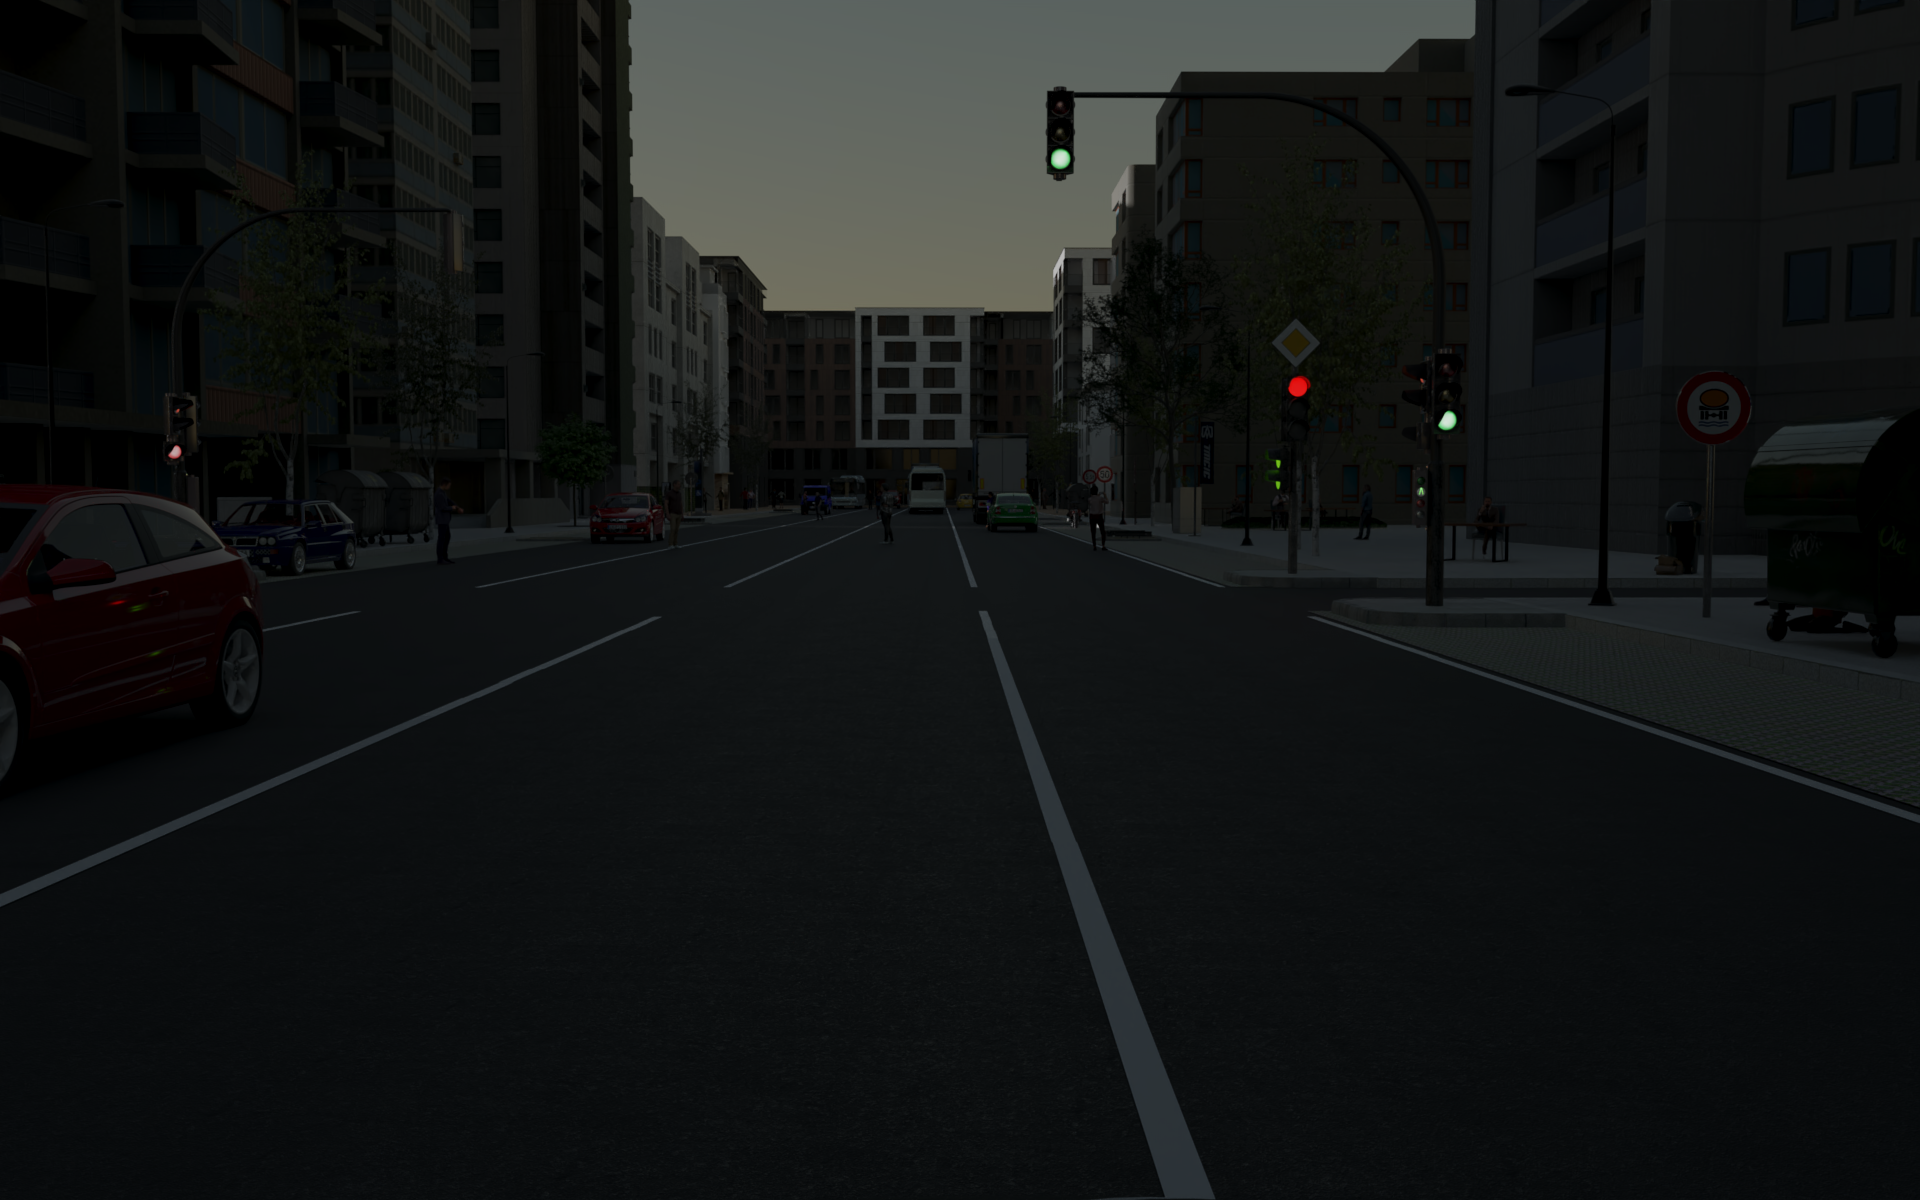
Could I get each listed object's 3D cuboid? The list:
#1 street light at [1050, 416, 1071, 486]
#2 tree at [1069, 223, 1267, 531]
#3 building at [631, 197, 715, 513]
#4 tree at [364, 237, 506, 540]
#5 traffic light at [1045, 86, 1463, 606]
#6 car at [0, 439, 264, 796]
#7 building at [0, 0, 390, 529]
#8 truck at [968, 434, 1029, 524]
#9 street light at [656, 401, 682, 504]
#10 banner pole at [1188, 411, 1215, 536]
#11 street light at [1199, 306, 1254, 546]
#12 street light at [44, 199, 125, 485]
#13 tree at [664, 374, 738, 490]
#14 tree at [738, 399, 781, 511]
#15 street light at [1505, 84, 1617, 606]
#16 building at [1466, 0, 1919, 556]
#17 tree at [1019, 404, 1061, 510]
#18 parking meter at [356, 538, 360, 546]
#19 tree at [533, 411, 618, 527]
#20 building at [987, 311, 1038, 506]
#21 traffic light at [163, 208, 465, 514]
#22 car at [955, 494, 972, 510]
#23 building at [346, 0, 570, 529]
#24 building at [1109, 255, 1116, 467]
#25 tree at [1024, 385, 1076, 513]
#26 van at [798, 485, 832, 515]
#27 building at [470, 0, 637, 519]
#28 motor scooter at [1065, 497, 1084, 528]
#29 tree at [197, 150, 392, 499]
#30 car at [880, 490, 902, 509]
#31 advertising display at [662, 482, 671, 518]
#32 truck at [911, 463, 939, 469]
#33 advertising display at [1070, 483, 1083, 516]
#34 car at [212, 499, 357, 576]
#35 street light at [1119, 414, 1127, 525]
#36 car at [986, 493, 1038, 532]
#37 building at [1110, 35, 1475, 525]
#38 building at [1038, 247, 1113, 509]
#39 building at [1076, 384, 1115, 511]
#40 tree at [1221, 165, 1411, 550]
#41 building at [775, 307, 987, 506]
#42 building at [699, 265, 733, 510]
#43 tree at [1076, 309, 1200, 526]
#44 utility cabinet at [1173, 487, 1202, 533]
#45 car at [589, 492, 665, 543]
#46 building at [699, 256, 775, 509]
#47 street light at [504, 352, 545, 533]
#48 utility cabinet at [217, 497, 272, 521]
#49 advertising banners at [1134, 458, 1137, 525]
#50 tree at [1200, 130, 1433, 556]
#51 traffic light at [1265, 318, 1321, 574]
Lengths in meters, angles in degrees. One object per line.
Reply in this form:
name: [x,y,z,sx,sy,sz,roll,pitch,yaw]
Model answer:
street light: [6.019,-7.976,102.946,1.470,5.913,1.316,0,4,-1]
tree: [7.192,-7.688,60.114,7.601,10.594,8.767,1,4,12]
building: [-27.386,-15.444,118.973,16.747,18.905,31.486,0,4,-1]
tree: [-14.925,-6.018,48.756,4.360,8.622,3.978,0,3,0]
traffic light: [3.332,-2.751,19.641,4.771,5.953,1.251,0,4,-1]
car: [-5.342,-0.013,9.259,2.155,1.783,4.494,0,4,1]
building: [-28.323,-23.822,44.117,22.147,44.769,28.867,0,4,-1]
truck: [1.887,-5.929,85.854,2.839,4.237,11.283,0,4,-1]
street light: [-14.542,-6.960,86.333,1.470,5.913,1.316,0,4,-1]
banner pole: [7.364,-3.831,52.649,0.863,3.779,0.401,-1,4,-18]
street light: [6.589,-4.300,42.847,1.470,5.913,1.316,0,4,-1]
street light: [-13.873,-3.359,27.463,1.470,5.913,1.316,0,4,-1]
tree: [-16.145,-9.581,107.011,4.360,8.622,3.978,0,3,0]
tree: [-15.939,-11.203,133.529,4.360,8.622,3.978,0,3,0]
street light: [6.872,-2.891,19.806,1.470,5.913,1.316,0,4,-1]
building: [28.638,-30.418,39.330,28.212,58.520,21.231,0,4,-1]
tree: [6.402,-11.613,140.239,4.360,8.622,3.978,0,3,0]
parking meter: [-15.062,-2.106,42.850,0.372,1.533,0.369,0,3,0]
tree: [-15.151,-5.178,68.379,4.285,4.588,4.351,0,3,0]
building: [18.862,-22.034,204.227,32.646,21.610,27.936,0,4,-1]
traffic light: [-10.330,-3.240,27.644,4.771,5.953,1.251,0,4,-1]
car: [0.577,-8.755,153.372,2.015,1.641,3.980,0,4,-2]
building: [-33.799,-23.162,70.581,32.217,40.220,23.993,0,4,-1]
building: [17.752,-15.519,110.160,16.016,20.091,11.380,0,4,-1]
tree: [6.285,-10.074,115.077,4.737,8.622,4.395,0,3,0]
van: [-10.064,-7.146,121.220,2.240,2.365,5.245,0,4,-1]
building: [-25.262,-19.492,90.388,14.160,30.474,14.107,0,4,-1]
motor scooter: [4.830,-3.665,72.707,0.815,1.314,1.986,0,4,0]
tree: [-14.652,-5.353,37.876,4.737,8.622,4.395,0,3,0]
car: [-6.919,-9.964,171.583,2.281,1.827,5.304,0,4,-1]
advertising display: [-15.591,-5.309,92.010,0.123,1.923,0.974,-2,4,-34]
truck: [-3.344,-10.696,163.800,2.839,4.237,11.283,0,4,-2]
advertising display: [6.705,-5.786,99.822,0.974,1.923,0.123,-3,5,-42]
car: [-12.341,-1.148,31.348,1.945,1.354,3.894,0,4,0]
street light: [6.308,-6.119,72.594,1.470,5.913,1.316,0,4,-1]
car: [1.990,-3.539,66.660,1.959,1.807,4.718,0,4,-2]
building: [22.704,-14.721,85.724,27.650,21.520,28.899,0,4,-1]
building: [22.366,-19.338,160.154,27.936,21.610,32.646,0,4,-1]
building: [14.332,-11.498,130.133,9.099,9.664,28.070,0,4,-1]
tree: [8.049,-5.473,39.851,4.360,8.622,3.978,0,3,0]
building: [-13.777,-21.986,203.452,32.646,21.610,27.936,0,4,-1]
building: [-26.960,-17.416,141.169,16.016,20.091,11.380,0,4,-1]
tree: [7.776,-7.204,68.145,4.737,8.622,4.395,0,3,0]
utility cabinet: [7.367,-2.908,56.231,0.318,1.500,1.173,3,5,43]
car: [-9.978,-2.633,52.084,2.155,1.783,4.494,0,4,-3]
building: [-35.382,-19.480,162.469,32.646,21.610,27.936,0,4,-1]
street light: [-14.279,-5.153,56.792,1.470,5.913,1.316,0,4,-1]
utility cabinet: [-14.440,-1.457,34.987,1.020,1.237,0.306,-2,4,-25]
advertising banners: [7.366,-4.679,72.697,0.090,3.025,2.074,0,4,8]
tree: [7.381,-5.197,35.335,4.737,8.622,4.395,0,3,0]
traffic light: [5.339,-2.377,27.789,0.839,4.253,0.868,0,4,-1]
